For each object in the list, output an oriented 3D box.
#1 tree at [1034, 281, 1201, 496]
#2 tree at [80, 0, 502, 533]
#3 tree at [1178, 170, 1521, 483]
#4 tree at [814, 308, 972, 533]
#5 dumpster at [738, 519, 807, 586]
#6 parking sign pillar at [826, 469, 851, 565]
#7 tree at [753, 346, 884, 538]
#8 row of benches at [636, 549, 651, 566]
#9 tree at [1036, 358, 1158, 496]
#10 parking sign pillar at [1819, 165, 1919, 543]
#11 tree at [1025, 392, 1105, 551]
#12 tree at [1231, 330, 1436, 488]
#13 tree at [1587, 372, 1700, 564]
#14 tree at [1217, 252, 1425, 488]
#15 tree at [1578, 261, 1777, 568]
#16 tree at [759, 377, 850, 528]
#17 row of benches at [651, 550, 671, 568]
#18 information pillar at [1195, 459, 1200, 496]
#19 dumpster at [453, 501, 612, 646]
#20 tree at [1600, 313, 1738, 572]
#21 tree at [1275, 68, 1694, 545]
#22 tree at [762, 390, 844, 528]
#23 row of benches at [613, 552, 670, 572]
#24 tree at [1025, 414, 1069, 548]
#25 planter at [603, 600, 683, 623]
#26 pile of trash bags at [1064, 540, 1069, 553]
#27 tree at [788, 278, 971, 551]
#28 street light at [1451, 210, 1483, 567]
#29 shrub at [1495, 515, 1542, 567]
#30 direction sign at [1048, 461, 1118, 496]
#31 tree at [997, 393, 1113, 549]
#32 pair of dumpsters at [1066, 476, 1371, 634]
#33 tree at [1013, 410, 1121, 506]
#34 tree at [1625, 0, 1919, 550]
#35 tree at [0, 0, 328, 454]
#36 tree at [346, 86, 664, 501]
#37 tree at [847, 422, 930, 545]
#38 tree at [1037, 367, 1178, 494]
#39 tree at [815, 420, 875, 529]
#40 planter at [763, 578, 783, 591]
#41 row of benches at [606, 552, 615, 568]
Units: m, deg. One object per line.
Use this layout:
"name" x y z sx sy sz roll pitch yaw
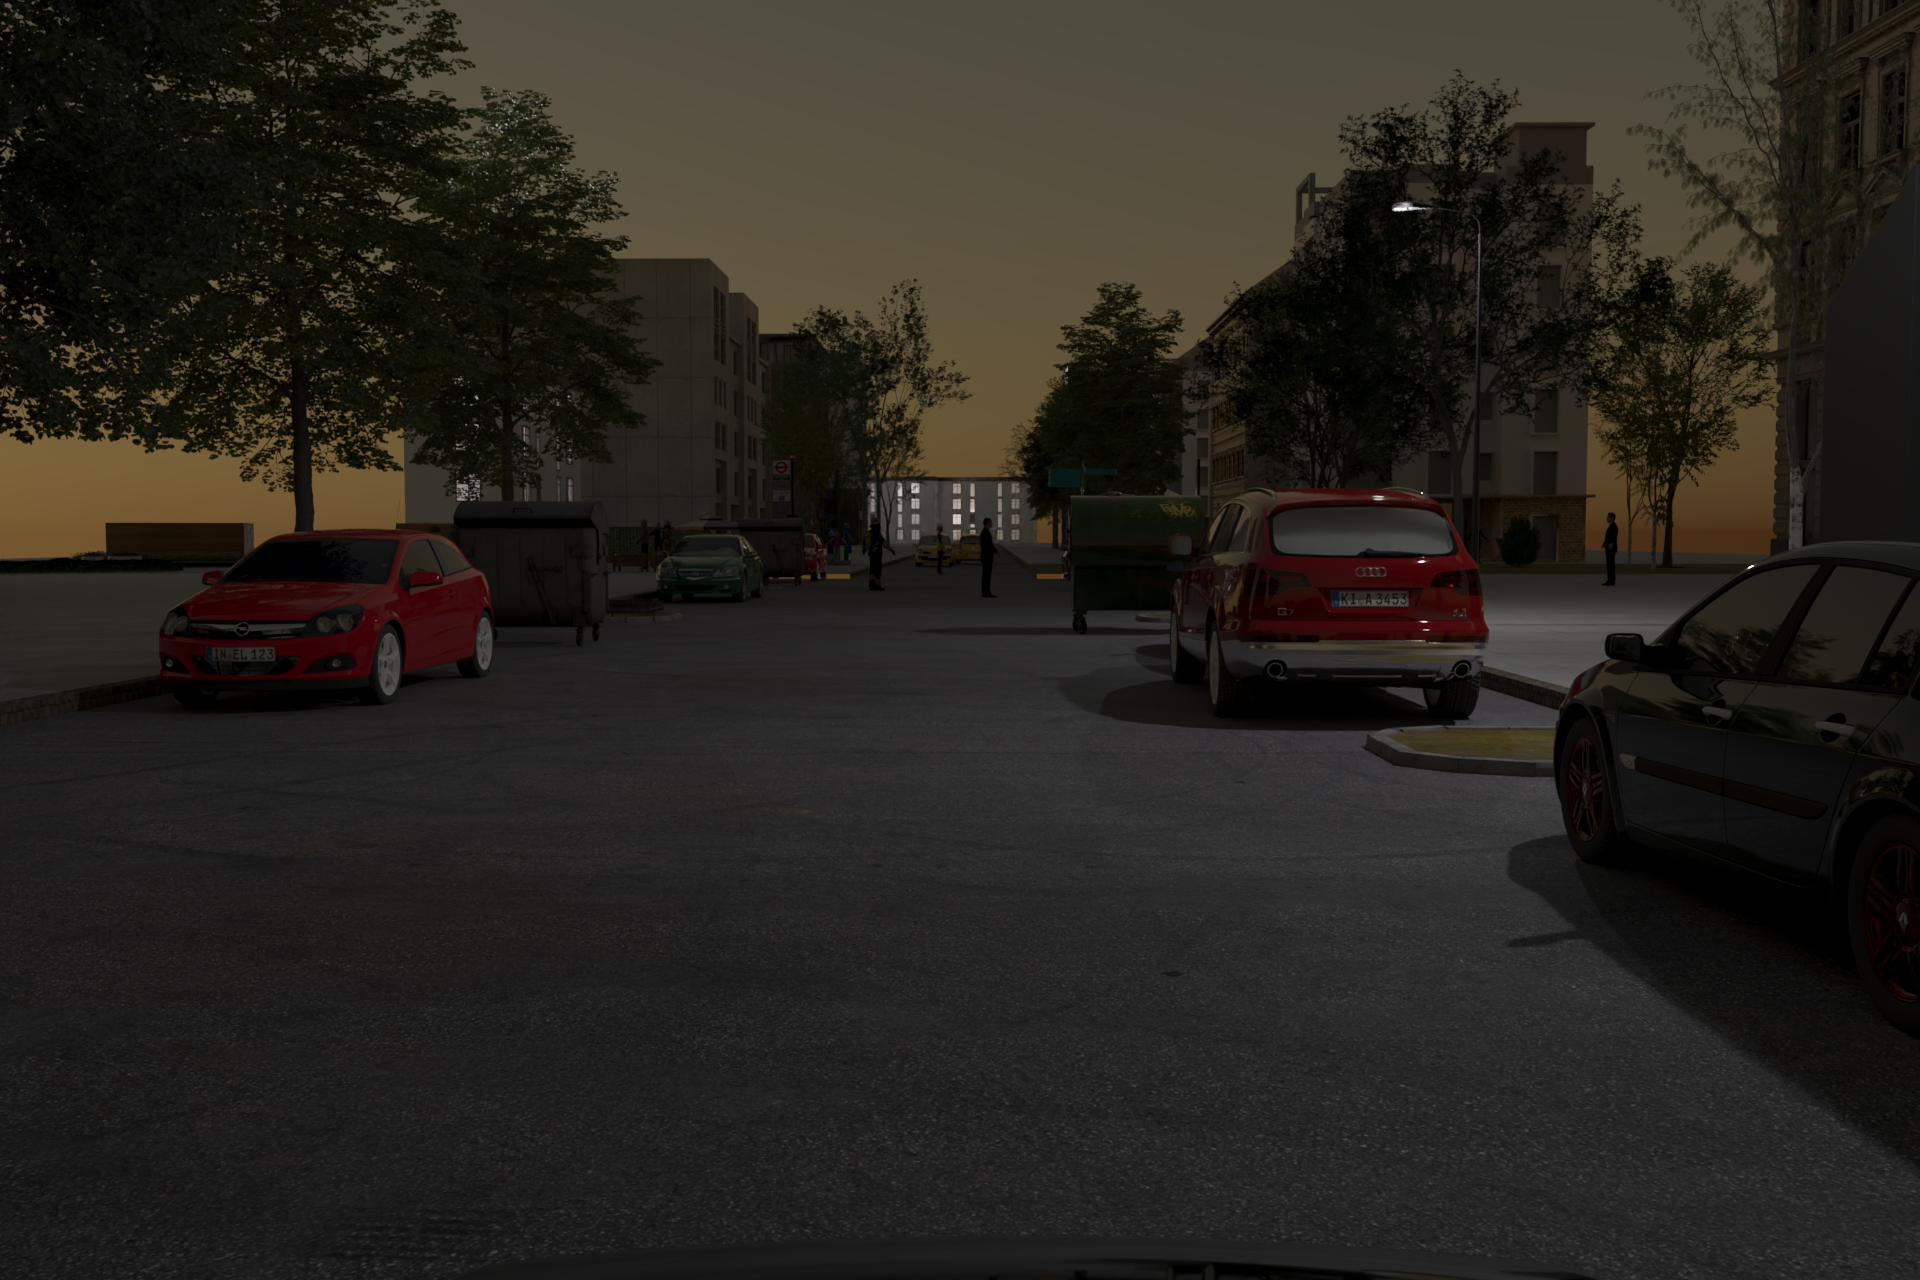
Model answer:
"tree" 7.267 -9.821 78.700 7.486 12.596 7.792 0 3 0
"tree" -11.901 -6.892 30.813 7.486 12.596 7.792 0 3 0
"tree" 9.958 -6.787 45.386 8.767 10.594 7.601 0 4 -4
"tree" -5.643 -17.655 144.544 12.611 20.169 13.585 0 3 0
"dumpster" -5.217 -2.440 48.111 1.865 1.857 1.264 0 4 1
"parking sign pillar" -5.237 -5.088 71.664 1.447 3.967 1.447 0 4 1
"tree" -7.775 -10.389 95.619 9.928 11.665 9.643 0 3 0
"row of benches" -13.016 -3.413 71.258 1.422 0.672 4.104 -1 4 -10
"tree" 8.085 -10.796 102.266 9.928 11.665 9.643 0 3 0
"parking sign pillar" 7.179 -1.524 13.384 1.447 3.967 1.447 0 4 0
"tree" 8.390 -13.269 135.081 7.486 12.596 7.792 0 3 0
"tree" 16.080 -8.554 74.274 8.767 10.594 7.601 0 4 -1
"tree" 28.449 -7.555 73.883 4.360 8.622 3.978 0 3 0
"tree" 13.104 -8.423 63.474 9.928 11.665 9.643 0 3 0
"tree" 27.146 -8.560 65.708 9.928 11.665 9.643 0 3 0
"tree" -7.319 -8.050 81.984 4.737 8.622 4.395 0 3 0
"row of benches" -9.881 -3.104 66.220 4.104 0.672 1.422 -1 4 -21
"information pillar" 7.406 -3.831 53.998 0.183 3.616 0.504 0 4 1
"dumpster" -5.560 -0.876 22.544 1.865 1.857 1.264 0 4 1
"tree" 23.658 -6.596 58.200 4.737 8.622 4.395 0 3 0
"tree" 10.002 -6.091 34.004 8.767 10.594 7.601 2 4 29
"tree" -7.697 -8.418 87.994 4.737 8.622 4.395 0 3 0
"row of benches" -9.899 -2.658 58.921 4.104 0.672 1.422 0 4 8
"tree" 8.901 -14.696 158.410 7.486 12.596 7.792 0 3 0
"planter" -5.724 -0.483 29.036 1.991 0.319 1.994 0 4 1
"pile of trash bags" 5.176 -3.737 70.851 1.912 1.369 3.447 0 4 1
"tree" -5.778 -16.621 127.649 12.611 20.169 13.585 0 3 0
"street light" 7.807 -3.166 24.310 1.470 5.913 1.316 0 4 1
"shrub" 21.584 -3.843 66.875 1.661 2.075 1.752 0 3 0
"direction sign" 4.477 -4.517 62.608 2.525 3.948 1.411 0 4 0
"tree" 8.221 -14.408 145.946 12.009 13.543 11.850 0 3 0
"pair of dumpsters" 3.761 -1.240 25.229 4.436 2.255 1.574 0 4 1
"tree" 8.160 -11.340 119.818 8.767 10.594 7.601 -1 4 -18
"tree" 9.310 -4.235 19.611 4.360 8.622 3.978 0 3 0
"tree" -12.120 -6.900 19.478 9.857 13.997 8.962 0 3 0
"tree" -11.507 -7.711 44.199 7.486 12.596 7.792 0 3 0
"tree" -6.580 -14.244 158.637 9.928 11.665 9.643 0 3 0
"tree" 7.584 -9.412 88.306 7.601 10.594 8.767 -1 4 -13
"tree" -7.774 -9.643 108.021 4.360 8.622 3.978 0 3 0
"planter" -5.577 -1.415 44.273 1.991 0.319 1.994 0 4 1
"row of benches" -13.698 -2.989 64.326 1.422 0.672 4.104 0 4 7
